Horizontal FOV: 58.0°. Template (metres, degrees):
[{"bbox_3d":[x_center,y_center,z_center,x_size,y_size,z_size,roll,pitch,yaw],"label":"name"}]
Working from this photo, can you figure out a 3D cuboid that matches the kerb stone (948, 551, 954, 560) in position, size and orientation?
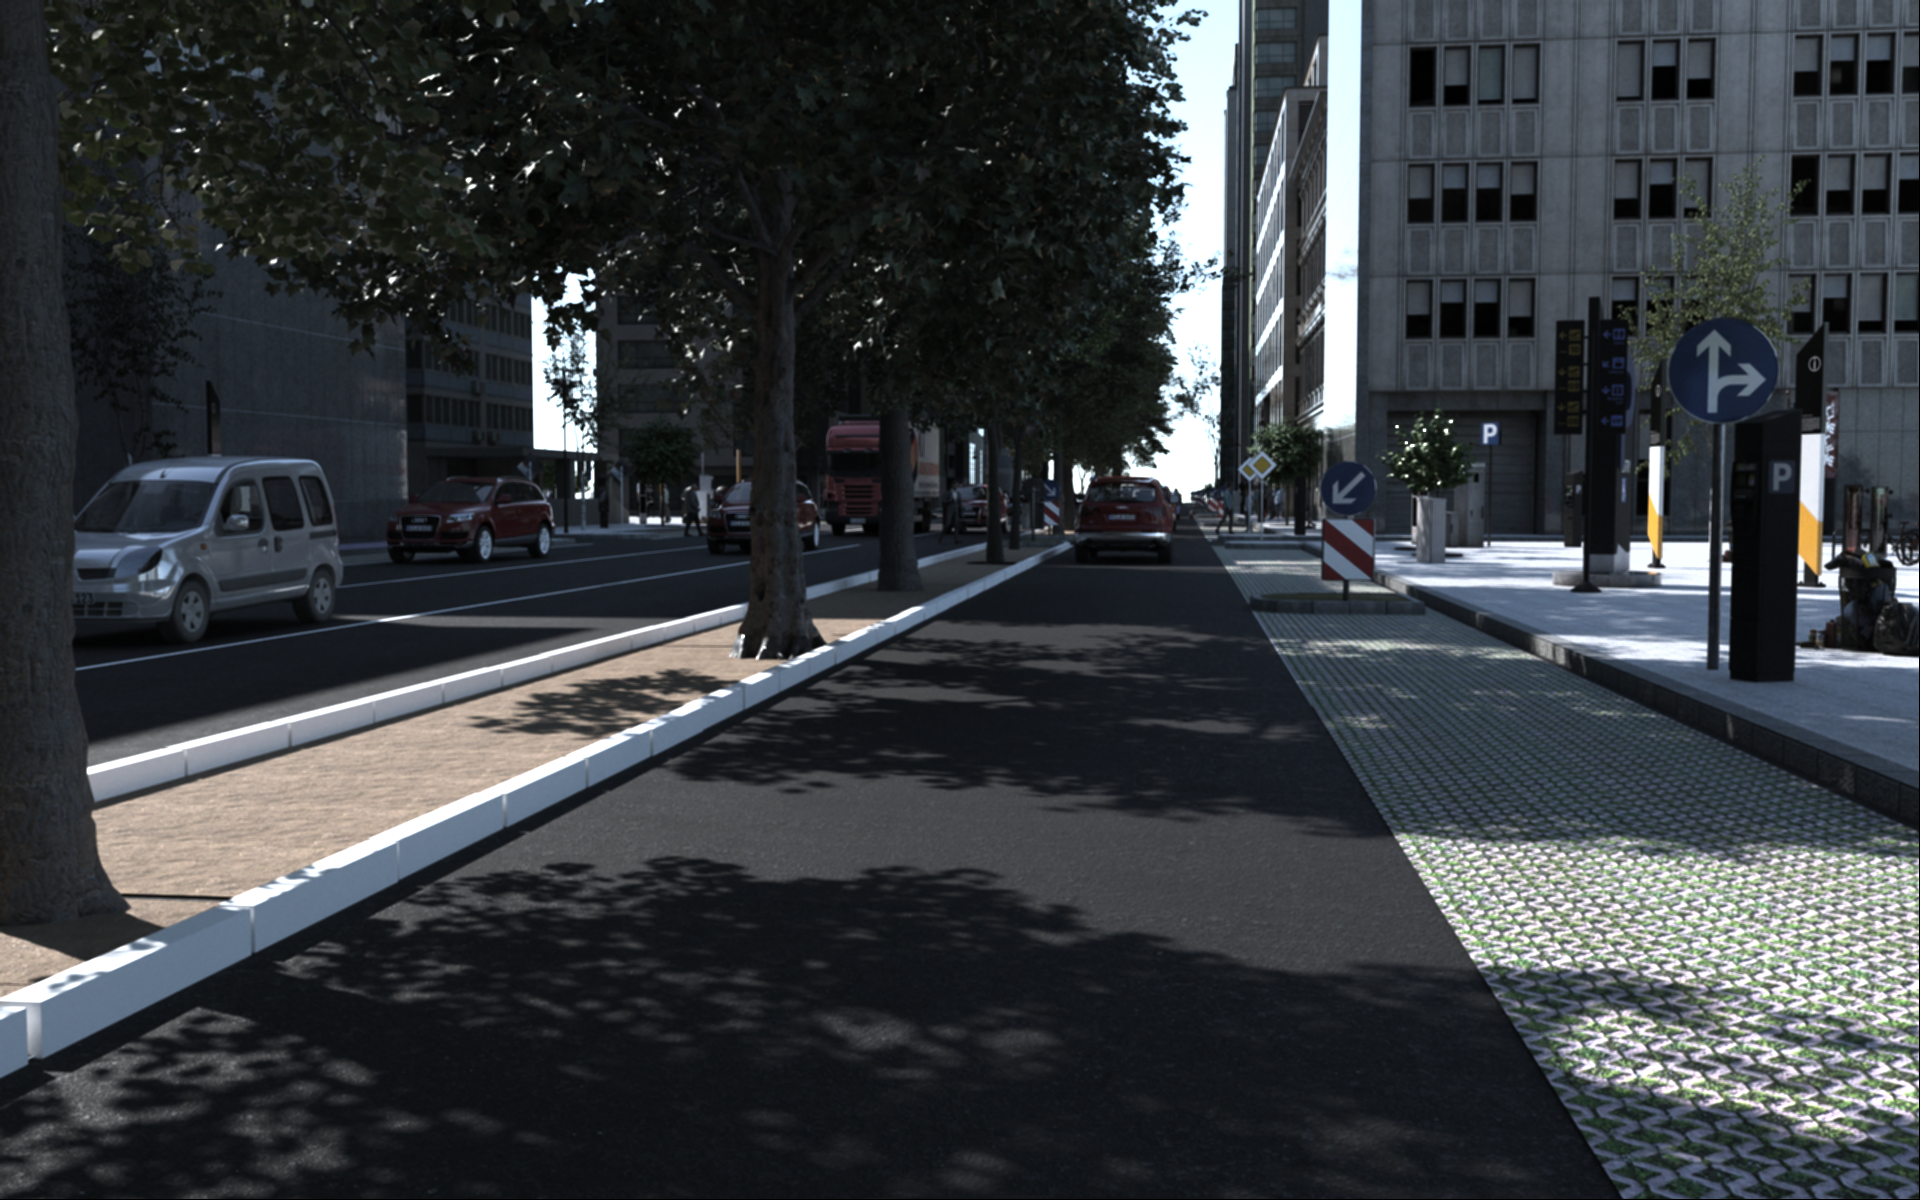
[{"bbox_3d":[-0.299,-0.948,37.693,0.120,0.150,1.000,0,4,7],"label":"kerb stone"}]

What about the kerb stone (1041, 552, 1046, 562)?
[{"bbox_3d":[1.660,-0.869,36.410,0.120,0.150,1.000,0,4,7],"label":"kerb stone"}]

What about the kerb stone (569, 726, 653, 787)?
[{"bbox_3d":[-1.812,0.810,8.960,0.120,0.150,1.000,0,4,7],"label":"kerb stone"}]

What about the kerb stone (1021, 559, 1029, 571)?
[{"bbox_3d":[1.144,-0.621,32.343,0.120,0.150,1.000,0,4,7],"label":"kerb stone"}]

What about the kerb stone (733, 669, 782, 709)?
[{"bbox_3d":[-1.427,0.623,12.014,0.120,0.150,1.000,0,4,7],"label":"kerb stone"}]

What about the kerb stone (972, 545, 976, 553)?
[{"bbox_3d":[0.217,-1.198,41.777,0.120,0.150,1.000,0,4,7],"label":"kerb stone"}]

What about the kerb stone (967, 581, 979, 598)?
[{"bbox_3d":[0.118,-0.123,24.212,0.120,0.150,1.000,0,4,7],"label":"kerb stone"}]

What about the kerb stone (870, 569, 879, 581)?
[{"bbox_3d":[-1.448,-0.389,28.550,0.120,0.150,1.000,0,4,7],"label":"kerb stone"}]

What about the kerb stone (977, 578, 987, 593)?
[{"bbox_3d":[0.240,-0.184,25.227,0.120,0.150,1.000,0,4,7],"label":"kerb stone"}]

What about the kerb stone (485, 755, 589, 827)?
[{"bbox_3d":[-1.944,0.874,7.946,0.120,0.150,1.000,0,4,7],"label":"kerb stone"}]

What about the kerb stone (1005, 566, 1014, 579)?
[{"bbox_3d":[0.763,-0.433,29.295,0.120,0.150,1.000,0,4,7],"label":"kerb stone"}]

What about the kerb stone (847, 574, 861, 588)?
[{"bbox_3d":[-1.709,-0.261,26.516,0.120,0.150,1.000,0,4,7],"label":"kerb stone"}]

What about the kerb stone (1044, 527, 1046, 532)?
[{"bbox_3d":[2.983,-2.534,63.620,0.120,0.150,1.000,0,4,7],"label":"kerb stone"}]

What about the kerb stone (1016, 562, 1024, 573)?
[{"bbox_3d":[1.014,-0.554,31.324,0.120,0.150,1.000,0,4,7],"label":"kerb stone"}]

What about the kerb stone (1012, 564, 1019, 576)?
[{"bbox_3d":[0.882,-0.492,30.310,0.120,0.150,1.000,0,4,7],"label":"kerb stone"}]

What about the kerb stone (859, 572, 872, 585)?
[{"bbox_3d":[-1.589,-0.323,27.532,0.120,0.150,1.000,0,4,7],"label":"kerb stone"}]

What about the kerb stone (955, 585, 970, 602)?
[{"bbox_3d":[-0.019,-0.061,23.195,0.120,0.150,1.000,0,4,7],"label":"kerb stone"}]

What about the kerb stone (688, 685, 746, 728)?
[{"bbox_3d":[-1.559,0.685,10.995,0.120,0.150,1.000,0,4,7],"label":"kerb stone"}]

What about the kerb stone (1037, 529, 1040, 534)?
[{"bbox_3d":[2.599,-2.347,60.571,0.120,0.150,1.000,0,4,7],"label":"kerb stone"}]

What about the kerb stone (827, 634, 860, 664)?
[{"bbox_3d":[-1.038,0.437,15.056,0.120,0.150,1.000,0,4,7],"label":"kerb stone"}]

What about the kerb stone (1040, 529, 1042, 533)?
[{"bbox_3d":[2.723,-2.410,61.592,0.120,0.150,1.000,0,4,7],"label":"kerb stone"}]

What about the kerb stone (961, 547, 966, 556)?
[{"bbox_3d":[-0.037,-1.073,39.731,0.120,0.150,1.000,0,4,7],"label":"kerb stone"}]

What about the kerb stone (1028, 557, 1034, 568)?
[{"bbox_3d":[1.277,-0.683,33.361,0.120,0.150,1.000,0,4,7],"label":"kerb stone"}]

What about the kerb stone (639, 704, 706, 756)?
[{"bbox_3d":[-1.675,0.748,9.973,0.120,0.150,1.000,0,4,7],"label":"kerb stone"}]

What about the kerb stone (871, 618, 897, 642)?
[{"bbox_3d":[-0.786,0.312,17.090,0.120,0.150,1.000,0,4,7],"label":"kerb stone"}]

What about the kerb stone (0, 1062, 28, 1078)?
[{"bbox_3d":[-2.463,1.127,3.859,0.120,0.150,1.000,0,4,7],"label":"kerb stone"}]

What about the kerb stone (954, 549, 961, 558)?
[{"bbox_3d":[-0.167,-1.010,38.713,0.120,0.150,1.000,0,4,7],"label":"kerb stone"}]

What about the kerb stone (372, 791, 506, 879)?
[{"bbox_3d":[-2.079,0.934,6.926,0.120,0.150,1.000,0,4,7],"label":"kerb stone"}]

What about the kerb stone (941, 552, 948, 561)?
[{"bbox_3d":[-0.430,-0.881,36.673,0.120,0.150,1.000,0,4,7],"label":"kerb stone"}]

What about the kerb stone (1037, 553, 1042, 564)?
[{"bbox_3d":[1.531,-0.807,35.396,0.120,0.150,1.000,0,4,7],"label":"kerb stone"}]

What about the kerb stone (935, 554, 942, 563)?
[{"bbox_3d":[-0.559,-0.823,35.656,0.120,0.150,1.000,0,4,7],"label":"kerb stone"}]

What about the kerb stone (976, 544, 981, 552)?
[{"bbox_3d":[0.350,-1.260,42.790,0.120,0.150,1.000,0,4,7],"label":"kerb stone"}]

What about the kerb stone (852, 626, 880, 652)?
[{"bbox_3d":[-0.915,0.374,16.076,0.120,0.150,1.000,0,4,7],"label":"kerb stone"}]

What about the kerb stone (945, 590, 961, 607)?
[{"bbox_3d":[-0.147,0.001,22.179,0.120,0.150,1.000,0,4,7],"label":"kerb stone"}]

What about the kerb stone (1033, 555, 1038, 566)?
[{"bbox_3d":[1.400,-0.745,34.382,0.120,0.150,1.000,0,4,7],"label":"kerb stone"}]

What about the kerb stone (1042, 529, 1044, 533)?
[{"bbox_3d":[2.854,-2.469,62.606,0.120,0.150,1.000,0,4,7],"label":"kerb stone"}]

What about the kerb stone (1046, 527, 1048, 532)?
[{"bbox_3d":[3.110,-2.596,64.637,0.120,0.150,1.000,0,4,7],"label":"kerb stone"}]

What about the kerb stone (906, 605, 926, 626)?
[{"bbox_3d":[-0.531,0.188,19.121,0.120,0.150,1.000,0,4,7],"label":"kerb stone"}]

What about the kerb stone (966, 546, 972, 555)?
[{"bbox_3d":[0.093,-1.135,40.750,0.120,0.150,1.000,0,4,7],"label":"kerb stone"}]

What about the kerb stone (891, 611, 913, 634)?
[{"bbox_3d":[-0.652,0.255,18.104,0.120,0.150,1.000,0,4,7],"label":"kerb stone"}]

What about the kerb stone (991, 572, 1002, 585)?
[{"bbox_3d":[0.505,-0.309,27.262,0.120,0.150,1.000,0,4,7],"label":"kerb stone"}]

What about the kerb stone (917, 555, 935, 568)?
[{"bbox_3d":[-0.684,-0.761,34.641,0.120,0.150,1.000,0,4,7],"label":"kerb stone"}]

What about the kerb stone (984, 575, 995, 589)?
[{"bbox_3d":[0.376,-0.247,26.240,0.120,0.150,1.000,0,4,7],"label":"kerb stone"}]

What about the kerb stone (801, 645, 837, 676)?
[{"bbox_3d":[-1.174,0.501,14.043,0.120,0.150,1.000,0,4,7],"label":"kerb stone"}]

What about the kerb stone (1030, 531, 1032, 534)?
[{"bbox_3d":[2.206,-2.160,57.510,0.120,0.150,1.000,0,4,7],"label":"kerb stone"}]

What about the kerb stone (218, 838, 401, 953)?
[{"bbox_3d":[-2.197,0.996,5.905,0.120,0.150,1.000,0,4,7],"label":"kerb stone"}]

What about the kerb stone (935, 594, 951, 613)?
[{"bbox_3d":[-0.268,0.066,21.156,0.120,0.150,1.000,0,4,7],"label":"kerb stone"}]

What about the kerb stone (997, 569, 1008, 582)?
[{"bbox_3d":[0.626,-0.372,28.277,0.120,0.150,1.000,0,4,7],"label":"kerb stone"}]

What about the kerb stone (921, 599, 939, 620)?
[{"bbox_3d":[-0.397,0.129,20.139,0.120,0.150,1.000,0,4,7],"label":"kerb stone"}]

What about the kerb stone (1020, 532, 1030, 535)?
[{"bbox_3d":[2.082,-2.096,56.486,0.120,0.150,1.000,0,4,7],"label":"kerb stone"}]

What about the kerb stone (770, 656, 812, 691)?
[{"bbox_3d":[-1.300,0.561,13.028,0.120,0.150,1.000,0,4,7],"label":"kerb stone"}]

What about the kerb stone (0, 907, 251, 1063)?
[{"bbox_3d":[-2.324,1.062,4.891,0.120,0.150,1.000,0,4,7],"label":"kerb stone"}]

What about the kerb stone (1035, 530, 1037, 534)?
[{"bbox_3d":[2.470,-2.285,59.547,0.120,0.150,1.000,0,4,7],"label":"kerb stone"}]

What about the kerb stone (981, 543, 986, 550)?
[{"bbox_3d":[0.477,-1.322,43.805,0.120,0.150,1.000,0,4,7],"label":"kerb stone"}]
